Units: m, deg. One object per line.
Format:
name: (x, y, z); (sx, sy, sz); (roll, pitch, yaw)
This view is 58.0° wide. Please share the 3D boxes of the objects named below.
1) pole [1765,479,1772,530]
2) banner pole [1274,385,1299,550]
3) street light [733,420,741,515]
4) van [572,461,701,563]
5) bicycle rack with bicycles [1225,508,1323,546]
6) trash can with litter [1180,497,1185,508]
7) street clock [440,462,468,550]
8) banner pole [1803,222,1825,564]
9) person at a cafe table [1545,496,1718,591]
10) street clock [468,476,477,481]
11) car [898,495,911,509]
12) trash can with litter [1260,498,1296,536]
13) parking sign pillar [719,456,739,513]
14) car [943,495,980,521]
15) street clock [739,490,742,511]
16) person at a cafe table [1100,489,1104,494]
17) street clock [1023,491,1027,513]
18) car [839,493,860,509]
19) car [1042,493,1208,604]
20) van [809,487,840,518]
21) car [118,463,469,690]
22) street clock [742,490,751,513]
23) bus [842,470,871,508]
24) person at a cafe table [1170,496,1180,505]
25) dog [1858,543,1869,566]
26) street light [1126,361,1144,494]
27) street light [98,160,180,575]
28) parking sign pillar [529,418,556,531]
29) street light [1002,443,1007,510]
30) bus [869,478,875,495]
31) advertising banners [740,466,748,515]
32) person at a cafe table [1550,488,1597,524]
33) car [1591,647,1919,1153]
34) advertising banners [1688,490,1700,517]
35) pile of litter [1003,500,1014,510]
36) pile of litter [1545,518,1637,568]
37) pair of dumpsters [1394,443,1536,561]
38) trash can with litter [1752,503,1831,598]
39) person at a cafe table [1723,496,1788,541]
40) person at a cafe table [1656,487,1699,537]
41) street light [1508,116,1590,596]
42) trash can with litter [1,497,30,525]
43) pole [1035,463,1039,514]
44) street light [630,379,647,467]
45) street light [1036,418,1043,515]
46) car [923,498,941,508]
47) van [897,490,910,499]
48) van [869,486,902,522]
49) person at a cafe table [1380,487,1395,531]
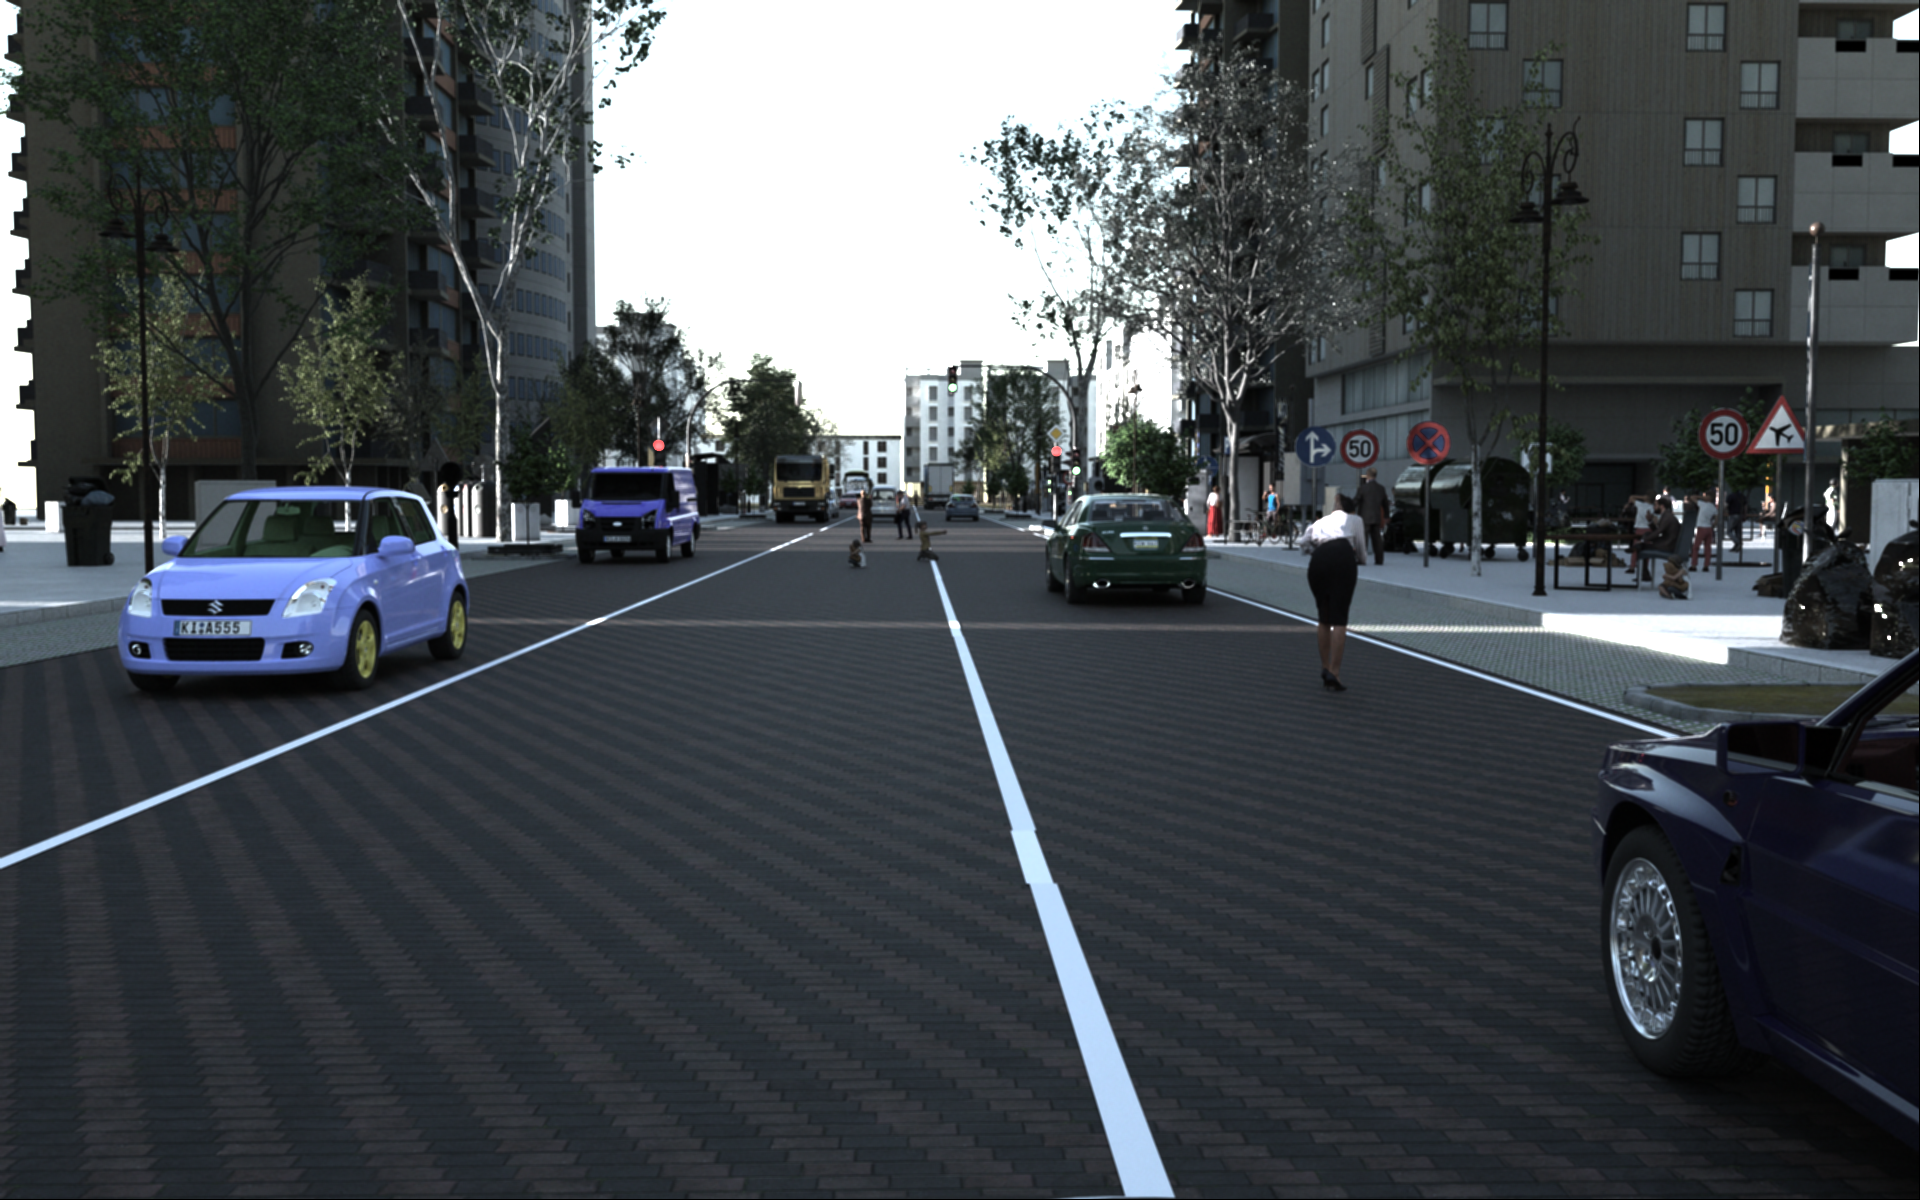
pole: (29.264, -4.207, 62.620); (0.158, 3.312, 0.155); (0, 3, 0)
banner pole: (7.437, -3.030, 39.557); (0.863, 3.779, 0.401); (-3, 5, -44)
street light: (-13.967, -8.301, 108.501); (0.468, 5.910, 1.993); (0, 4, -2)
van: (-6.993, -2.044, 37.796); (2.240, 2.365, 5.245); (0, 4, 0)
bicycle rack with bicycles: (7.967, -1.860, 43.796); (2.852, 0.926, 2.925); (-1, 4, -18)
trash can with litter: (9.477, -3.970, 75.963); (2.233, 1.210, 1.678); (-1, 4, -21)
street clock: (-11.458, -2.112, 39.096); (0.471, 2.002, 0.358); (0, 4, 0)
banner pole: (7.975, -1.606, 16.272); (0.401, 3.779, 0.863); (1, 4, 21)
person at a cafe table: (8.924, -0.756, 23.225); (1.726, 1.238, 1.698); (3, 5, 42)
street clock: (-20.066, -4.074, 71.184); (0.471, 2.002, 0.358); (1, 4, 13)
car: (-4.800, -7.498, 134.601); (2.014, 1.417, 4.499); (0, 4, -3)
trash can with litter: (9.740, -2.551, 53.091); (1.055, 1.170, 0.624); (-3, 4, -37)
parking sign pillar: (-15.741, -7.907, 117.748); (1.447, 3.967, 1.447); (-1, 4, -19)
car: (0.106, -4.975, 93.337); (2.014, 1.417, 4.499); (0, 4, -1)
street clock: (-16.678, -7.809, 132.254); (0.471, 2.002, 0.358); (0, 4, -5)
person at a cafe table: (6.990, -4.899, 88.619); (1.622, 1.524, 1.698); (2, 4, 24)
street clock: (4.508, -7.083, 120.376); (0.471, 2.002, 0.358); (3, 5, 40)
car: (-10.634, -9.583, 165.724); (2.155, 1.783, 4.494); (0, 4, -3)
car: (2.248, -0.752, 24.093); (2.131, 1.459, 4.920); (0, 4, -2)
van: (-8.261, -5.996, 105.043); (2.013, 2.044, 4.112); (0, 4, 0)
car: (-5.184, -0.256, 13.775); (1.945, 1.707, 3.694); (0, 4, 0)
street clock: (-14.471, -6.983, 118.749); (0.358, 2.002, 0.471); (1, 4, 19)
bus: (-10.619, -11.406, 178.031); (2.896, 3.916, 12.252); (0, 4, -3)
person at a cafe table: (15.350, -7.251, 127.069); (1.622, 1.524, 1.698); (1, 4, 22)
dog: (16.010, -0.810, 30.980); (0.550, 0.427, 0.748); (1, 4, 9)
street light: (6.088, -5.349, 60.251); (0.468, 5.910, 1.993); (0, 4, -2)
street light: (-11.529, -3.161, 24.471); (0.468, 5.910, 1.993); (0, 4, -2)
parking sign pillar: (-14.912, -4.415, 60.659); (1.447, 3.967, 1.447); (2, 4, 28)
street light: (3.731, -10.450, 143.651); (0.468, 5.910, 1.993); (0, 4, -2)
bus: (-11.030, -12.291, 195.816); (2.948, 3.499, 13.247); (0, 4, -2)
advertising banners: (-13.530, -6.874, 108.571); (0.090, 3.025, 2.074); (0, 4, 6)
person at a cafe table: (26.478, -4.079, 75.200); (1.622, 1.524, 1.698); (0, 4, -7)
car: (2.556, 0.579, 3.121); (1.945, 1.354, 3.894); (0, 4, 0)
advertising banners: (30.394, -4.601, 71.413); (0.090, 3.025, 2.074); (0, 4, 6)
pile of litter: (4.296, -7.736, 140.442); (1.719, 0.858, 1.176); (-1, 4, -10)
pile of litter: (11.239, -1.027, 30.757); (1.176, 0.858, 1.719); (-2, 4, -24)
pair of dumpsters: (10.127, -1.983, 34.908); (1.574, 2.255, 4.437); (0, 4, -2)
trash can with litter: (10.208, -0.611, 21.376); (0.624, 1.170, 1.055); (-1, 4, -13)
person at a cafe table: (21.878, -2.260, 47.807); (1.726, 1.238, 1.698); (2, 4, 26)
person at a cafe table: (21.173, -2.637, 51.633); (1.698, 1.524, 1.622); (3, 4, 38)
street light: (7.335, -2.994, 21.740); (0.468, 5.910, 1.993); (0, 4, -2)
trash can with litter: (-39.273, -3.709, 72.032); (1.055, 1.170, 0.624); (-2, 4, -24)
pole: (5.011, -7.265, 112.630); (0.158, 3.312, 0.155); (0, 3, 0)
street light: (-12.871, -5.913, 69.471); (0.468, 5.910, 1.993); (0, 4, -2)
street light: (4.809, -8.082, 104.922); (0.468, 5.910, 1.993); (0, 4, -2)
car: (-2.923, -10.433, 182.575); (2.014, 1.417, 4.499); (0, 3, 0)
van: (-6.787, -11.916, 201.834); (2.013, 2.044, 4.112); (0, 4, -1)
van: (-3.988, -5.091, 90.249); (2.013, 2.044, 4.112); (0, 4, -3)
person at a cafe table: (14.778, -3.154, 60.079); (1.622, 1.524, 1.698); (0, 4, -5)
